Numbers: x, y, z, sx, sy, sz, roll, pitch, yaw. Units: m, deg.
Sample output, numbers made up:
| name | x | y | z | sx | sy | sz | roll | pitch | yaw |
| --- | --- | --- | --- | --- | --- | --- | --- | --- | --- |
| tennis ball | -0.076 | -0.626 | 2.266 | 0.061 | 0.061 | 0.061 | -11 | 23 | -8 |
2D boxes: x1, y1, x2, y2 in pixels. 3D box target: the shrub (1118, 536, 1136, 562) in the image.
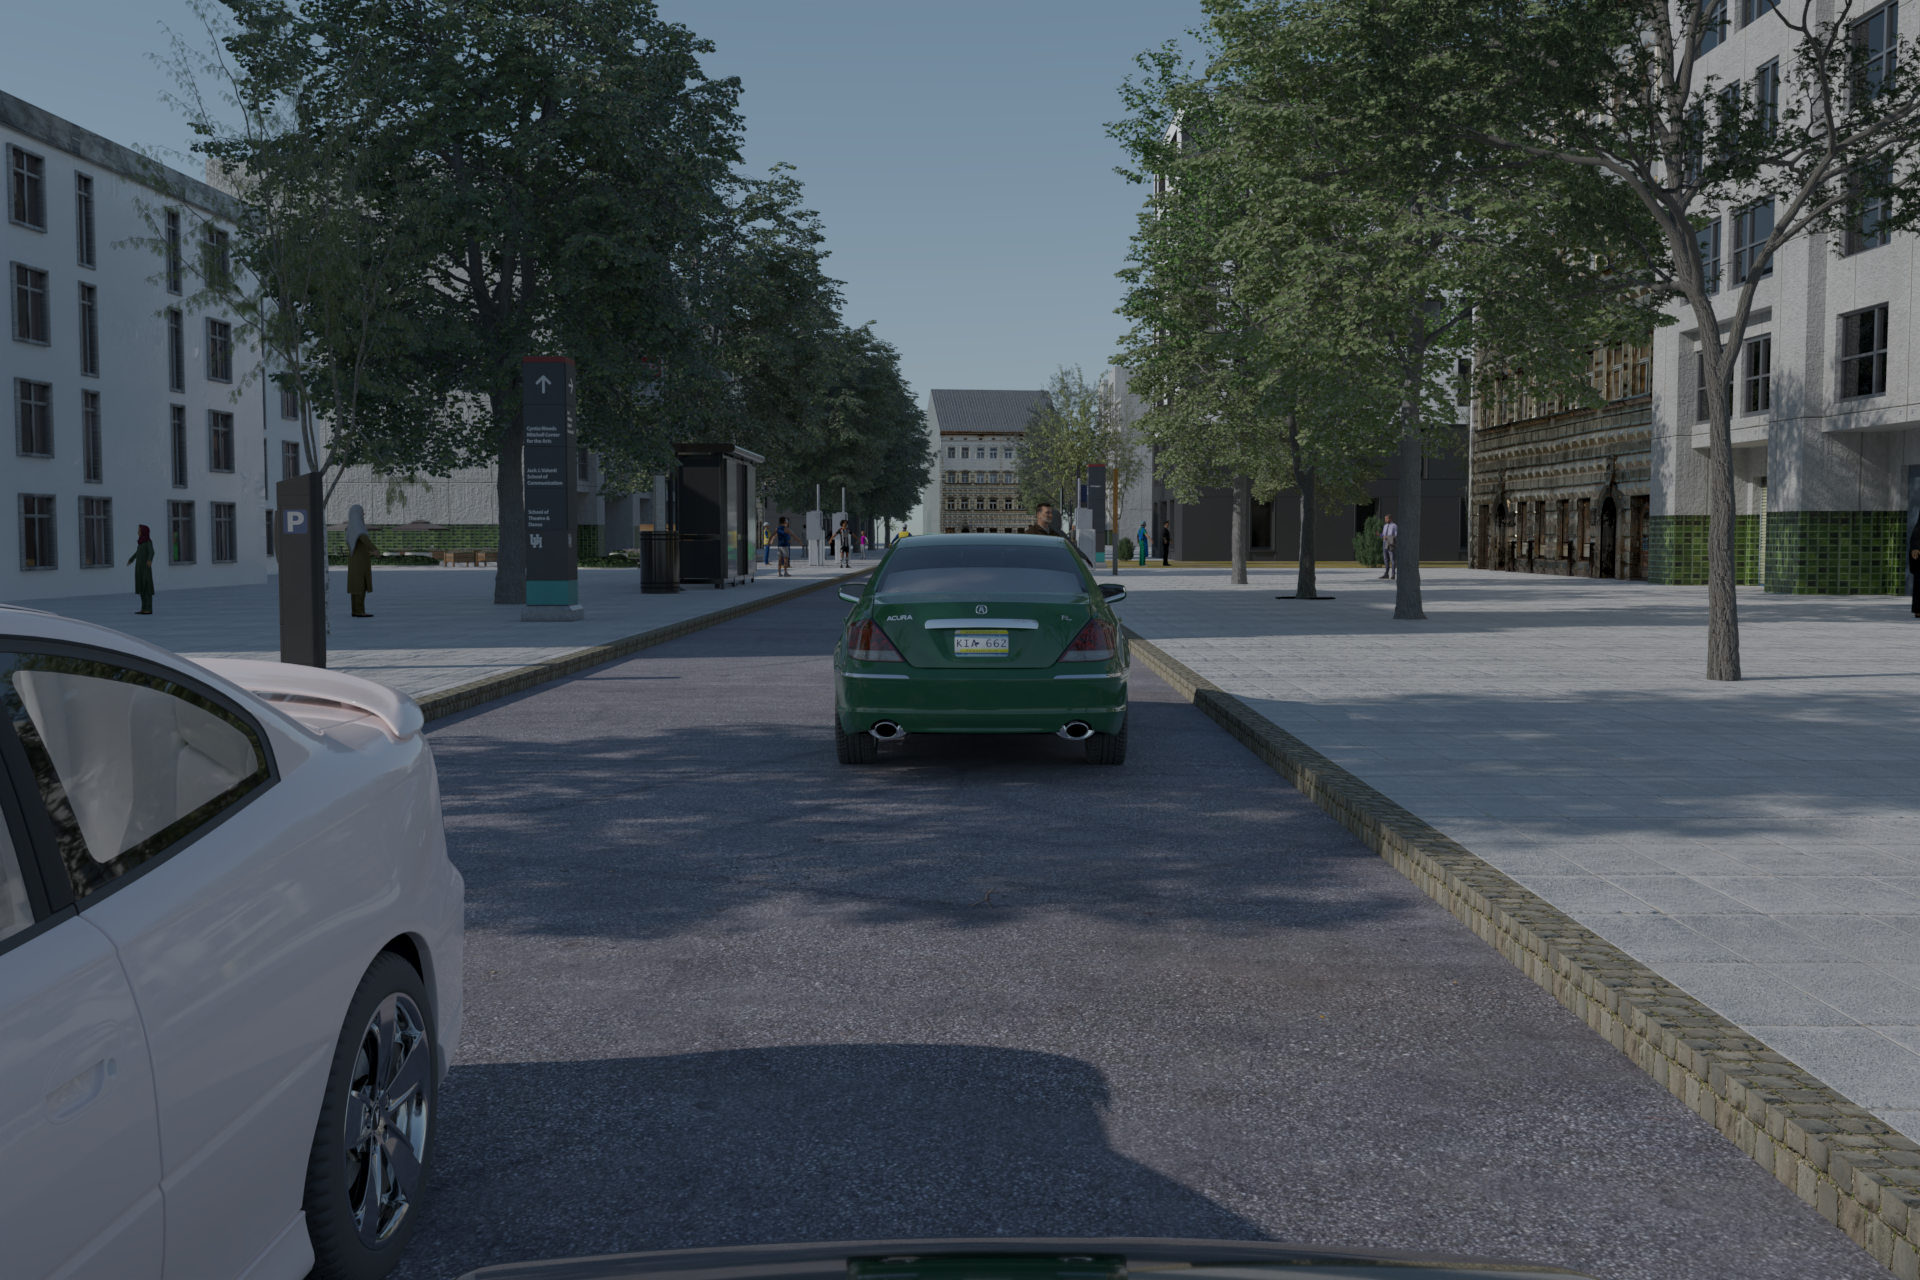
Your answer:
| name | x | y | z | sx | sy | sz | roll | pitch | yaw |
| --- | --- | --- | --- | --- | --- | --- | --- | --- | --- |
| shrub | 7.723 | -4.269 | 80.909 | 1.383 | 1.207 | 1.383 | 0 | 3 | 0 |

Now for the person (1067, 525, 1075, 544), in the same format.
| name | x | y | z | sx | sy | sz | roll | pitch | yaw |
| --- | --- | --- | --- | --- | --- | --- | --- | --- | --- |
| person | 6.629 | -5.806 | 101.199 | 1.348 | 1.796 | 0.705 | -1 | 4 | -12 |

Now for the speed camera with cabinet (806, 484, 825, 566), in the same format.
| name | x | y | z | sx | sy | sz | roll | pitch | yaw |
| --- | --- | --- | --- | --- | --- | --- | --- | --- | --- |
| speed camera with cabinet | -5.828 | -4.616 | 69.802 | 0.660 | 3.252 | 2.038 | 0 | 4 | 0 |

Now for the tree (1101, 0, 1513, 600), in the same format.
| name | x | y | z | sx | sy | sz | roll | pitch | yaw |
| --- | --- | --- | --- | --- | --- | --- | --- | --- | --- |
| tree | 6.715 | -6.596 | 33.607 | 9.928 | 11.665 | 9.643 | 0 | 3 | 0 |

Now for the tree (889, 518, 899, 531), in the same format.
| name | x | y | z | sx | sy | sz | roll | pitch | yaw |
| --- | --- | --- | --- | --- | --- | --- | --- | --- | --- |
| tree | -6.797 | -13.197 | 166.141 | 4.360 | 8.622 | 3.978 | 0 | 3 | 0 |

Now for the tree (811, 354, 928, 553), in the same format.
| name | x | y | z | sx | sy | sz | roll | pitch | yaw |
| --- | --- | --- | --- | --- | --- | --- | --- | --- | --- |
| tree | -7.126 | -12.914 | 117.804 | 9.857 | 13.997 | 8.962 | 0 | 3 | 0 |

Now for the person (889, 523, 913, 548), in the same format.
| name | x | y | z | sx | sy | sz | roll | pitch | yaw |
| --- | --- | --- | --- | --- | --- | --- | --- | --- | --- |
| person | -2.081 | -3.500 | 65.656 | 1.349 | 1.833 | 0.705 | 1 | 4 | 18 |

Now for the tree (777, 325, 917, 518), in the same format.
| name | x | y | z | sx | sy | sz | roll | pitch | yaw |
| --- | --- | --- | --- | --- | --- | --- | --- | --- | --- |
| tree | -6.981 | -12.079 | 104.150 | 9.857 | 13.997 | 8.962 | 0 | 3 | 0 |

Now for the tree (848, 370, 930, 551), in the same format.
| name | x | y | z | sx | sy | sz | roll | pitch | yaw |
| --- | --- | --- | --- | --- | --- | --- | --- | --- | --- |
| tree | -6.998 | -13.947 | 134.690 | 9.857 | 13.997 | 8.962 | 0 | 3 | 0 |

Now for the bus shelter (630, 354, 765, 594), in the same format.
| name | x | y | z | sx | sy | sz | roll | pitch | yaw |
| --- | --- | --- | --- | --- | --- | --- | --- | --- | --- |
| bus shelter | -6.241 | -3.895 | 41.320 | 2.179 | 5.291 | 8.768 | 0 | 4 | 0 |

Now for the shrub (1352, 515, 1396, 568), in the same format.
| name | x | y | z | sx | sy | sz | roll | pitch | yaw |
| --- | --- | --- | --- | --- | --- | --- | --- | --- | --- |
| shrub | 15.690 | -3.744 | 65.641 | 1.690 | 2.028 | 1.600 | 0 | 3 | 0 |

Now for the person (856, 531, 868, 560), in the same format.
| name | x | y | z | sx | sy | sz | roll | pitch | yaw |
| --- | --- | --- | --- | --- | --- | --- | --- | --- | --- |
| person | -4.833 | -4.667 | 85.565 | 0.599 | 1.433 | 0.991 | -3 | 5 | -40 |

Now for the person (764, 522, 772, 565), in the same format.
| name | x | y | z | sx | sy | sz | roll | pitch | yaw |
| --- | --- | --- | --- | --- | --- | --- | --- | --- | --- |
| person | -7.926 | -4.003 | 71.913 | 0.721 | 1.772 | 1.216 | 0 | 4 | -5 |

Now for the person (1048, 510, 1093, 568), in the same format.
| name | x | y | z | sx | sy | sz | roll | pitch | yaw |
| --- | --- | --- | --- | --- | --- | --- | --- | --- | --- |
| person | 1.530 | -1.167 | 27.668 | 1.348 | 1.813 | 0.705 | 3 | 5 | 42 |

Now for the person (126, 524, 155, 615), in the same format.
| name | x | y | z | sx | sy | sz | roll | pitch | yaw |
| --- | --- | --- | --- | --- | --- | --- | --- | --- | --- |
| person | -13.068 | -1.125 | 27.613 | 0.599 | 1.438 | 0.989 | -3 | 5 | -44 |

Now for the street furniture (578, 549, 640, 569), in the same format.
| name | x | y | z | sx | sy | sz | roll | pitch | yaw |
| --- | --- | --- | --- | --- | --- | --- | --- | --- | --- |
| street furniture | -11.801 | -3.166 | 67.393 | 5.734 | 0.657 | 10.072 | 0 | 4 | -2 |

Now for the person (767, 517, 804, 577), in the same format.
| name | x | y | z | sx | sy | sz | roll | pitch | yaw |
| --- | --- | --- | --- | --- | --- | --- | --- | --- | --- |
| person | -5.304 | -2.811 | 52.127 | 1.345 | 1.807 | 0.704 | 2 | 4 | 31 |

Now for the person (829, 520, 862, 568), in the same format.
| name | x | y | z | sx | sy | sz | roll | pitch | yaw |
| --- | --- | --- | --- | --- | --- | --- | --- | --- | --- |
| person | -4.337 | -3.611 | 65.184 | 1.345 | 1.843 | 0.704 | -2 | 4 | -28 |

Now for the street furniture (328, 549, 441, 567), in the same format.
| name | x | y | z | sx | sy | sz | roll | pitch | yaw |
| --- | --- | --- | --- | --- | --- | --- | --- | --- | --- |
| street furniture | -26.112 | -3.322 | 69.934 | 10.072 | 0.657 | 5.734 | -1 | 4 | -10 |

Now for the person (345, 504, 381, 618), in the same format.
| name | x | y | z | sx | sy | sz | roll | pitch | yaw |
| --- | --- | --- | --- | --- | --- | --- | --- | --- | --- |
| person | -9.211 | -1.223 | 26.769 | 0.721 | 1.736 | 1.217 | -3 | 4 | -36 |

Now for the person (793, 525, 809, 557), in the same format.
| name | x | y | z | sx | sy | sz | roll | pitch | yaw |
| --- | --- | --- | --- | --- | --- | --- | --- | --- | --- |
| person | -8.557 | -5.459 | 95.440 | 1.347 | 1.806 | 0.705 | -3 | 4 | -36 |

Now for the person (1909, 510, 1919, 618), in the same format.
| name | x | y | z | sx | sy | sz | roll | pitch | yaw |
| --- | --- | --- | --- | --- | --- | --- | --- | --- | --- |
| person | 14.787 | -1.196 | 26.344 | 1.214 | 1.737 | 0.721 | -3 | 4 | -36 |

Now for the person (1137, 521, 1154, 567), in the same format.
| name | x | y | z | sx | sy | sz | roll | pitch | yaw |
| --- | --- | --- | --- | --- | --- | --- | --- | --- | --- |
| person | 7.264 | -3.811 | 68.440 | 0.704 | 1.817 | 1.347 | -1 | 4 | -19 |

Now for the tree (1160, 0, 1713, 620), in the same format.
| name | x | y | z | sx | sy | sz | roll | pitch | yaw |
| --- | --- | --- | --- | --- | --- | --- | --- | --- | --- |
| tree | 6.826 | -6.557 | 25.333 | 7.486 | 12.596 | 7.792 | 0 | 3 | 0 |

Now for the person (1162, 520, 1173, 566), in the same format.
| name | x | y | z | sx | sy | sz | roll | pitch | yaw |
| --- | --- | --- | --- | --- | --- | --- | --- | --- | --- |
| person | 8.379 | -3.927 | 70.147 | 0.705 | 1.837 | 1.347 | 1 | 4 | 18 |

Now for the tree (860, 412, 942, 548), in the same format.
| name | x | y | z | sx | sy | sz | roll | pitch | yaw |
| --- | --- | --- | --- | --- | --- | --- | --- | --- | --- |
| tree | -6.489 | -15.162 | 154.553 | 9.857 | 13.997 | 8.962 | 0 | 3 | 0 |

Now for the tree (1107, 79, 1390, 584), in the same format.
| name | x | y | z | sx | sy | sz | roll | pitch | yaw |
| --- | --- | --- | --- | --- | --- | --- | --- | --- | --- |
| tree | 7.350 | -7.673 | 43.573 | 7.486 | 12.596 | 7.792 | 0 | 3 | 0 |

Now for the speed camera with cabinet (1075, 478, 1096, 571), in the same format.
| name | x | y | z | sx | sy | sz | roll | pitch | yaw |
| --- | --- | --- | --- | --- | --- | --- | --- | --- | --- |
| speed camera with cabinet | 4.411 | -4.062 | 60.749 | 0.660 | 3.252 | 2.038 | 0 | 4 | 0 |

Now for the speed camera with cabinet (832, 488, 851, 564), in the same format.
| name | x | y | z | sx | sy | sz | roll | pitch | yaw |
| --- | --- | --- | --- | --- | --- | --- | --- | --- | --- |
| speed camera with cabinet | -5.105 | -4.906 | 74.546 | 0.660 | 3.252 | 2.038 | 0 | 4 | 3 |

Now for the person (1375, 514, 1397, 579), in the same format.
| name | x | y | z | sx | sy | sz | roll | pitch | yaw |
| --- | --- | --- | --- | --- | --- | --- | --- | --- | --- |
| person | 12.047 | -2.635 | 48.988 | 0.599 | 1.838 | 0.709 | -2 | 4 | -28 |

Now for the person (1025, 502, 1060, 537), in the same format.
| name | x | y | z | sx | sy | sz | roll | pitch | yaw |
| --- | --- | --- | --- | --- | --- | --- | --- | --- | --- |
| person | 1.032 | -0.755 | 20.936 | 1.346 | 1.812 | 0.704 | -3 | 5 | -41 |

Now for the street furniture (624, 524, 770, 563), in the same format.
| name | x | y | z | sx | sy | sz | roll | pitch | yaw |
| --- | --- | --- | --- | --- | --- | --- | --- | --- | --- |
| street furniture | -13.573 | -4.499 | 80.415 | 9.812 | 1.723 | 11.010 | 0 | 4 | 0 |

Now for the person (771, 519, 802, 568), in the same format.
| name | x | y | z | sx | sy | sz | roll | pitch | yaw |
| --- | --- | --- | --- | --- | --- | --- | --- | --- | --- |
| person | -6.575 | -3.643 | 65.414 | 1.347 | 1.847 | 0.705 | -2 | 4 | -34 |

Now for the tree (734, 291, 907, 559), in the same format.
| name | x | y | z | sx | sy | sz | roll | pitch | yaw |
| --- | --- | --- | --- | --- | --- | --- | --- | --- | --- |
| tree | -7.174 | -11.091 | 87.995 | 9.857 | 13.997 | 8.962 | 0 | 3 | 0 |

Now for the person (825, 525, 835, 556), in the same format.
| name | x | y | z | sx | sy | sz | roll | pitch | yaw |
| --- | --- | --- | --- | --- | --- | --- | --- | --- | --- |
| person | -7.585 | -5.902 | 102.681 | 0.705 | 1.806 | 1.347 | -3 | 5 | -40 |

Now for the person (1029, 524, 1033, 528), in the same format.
| name | x | y | z | sx | sy | sz | roll | pitch | yaw |
| --- | --- | --- | --- | --- | --- | --- | --- | --- | --- |
| person | 3.820 | -5.312 | 93.072 | 0.704 | 1.802 | 1.346 | 2 | 4 | 27 |

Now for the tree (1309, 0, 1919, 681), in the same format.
| name | x | y | z | sx | sy | sz | roll | pitch | yaw |
| --- | --- | --- | --- | --- | --- | --- | --- | --- | --- |
| tree | 6.930 | -4.942 | 15.209 | 8.767 | 10.594 | 7.601 | 2 | 4 | 32 |
